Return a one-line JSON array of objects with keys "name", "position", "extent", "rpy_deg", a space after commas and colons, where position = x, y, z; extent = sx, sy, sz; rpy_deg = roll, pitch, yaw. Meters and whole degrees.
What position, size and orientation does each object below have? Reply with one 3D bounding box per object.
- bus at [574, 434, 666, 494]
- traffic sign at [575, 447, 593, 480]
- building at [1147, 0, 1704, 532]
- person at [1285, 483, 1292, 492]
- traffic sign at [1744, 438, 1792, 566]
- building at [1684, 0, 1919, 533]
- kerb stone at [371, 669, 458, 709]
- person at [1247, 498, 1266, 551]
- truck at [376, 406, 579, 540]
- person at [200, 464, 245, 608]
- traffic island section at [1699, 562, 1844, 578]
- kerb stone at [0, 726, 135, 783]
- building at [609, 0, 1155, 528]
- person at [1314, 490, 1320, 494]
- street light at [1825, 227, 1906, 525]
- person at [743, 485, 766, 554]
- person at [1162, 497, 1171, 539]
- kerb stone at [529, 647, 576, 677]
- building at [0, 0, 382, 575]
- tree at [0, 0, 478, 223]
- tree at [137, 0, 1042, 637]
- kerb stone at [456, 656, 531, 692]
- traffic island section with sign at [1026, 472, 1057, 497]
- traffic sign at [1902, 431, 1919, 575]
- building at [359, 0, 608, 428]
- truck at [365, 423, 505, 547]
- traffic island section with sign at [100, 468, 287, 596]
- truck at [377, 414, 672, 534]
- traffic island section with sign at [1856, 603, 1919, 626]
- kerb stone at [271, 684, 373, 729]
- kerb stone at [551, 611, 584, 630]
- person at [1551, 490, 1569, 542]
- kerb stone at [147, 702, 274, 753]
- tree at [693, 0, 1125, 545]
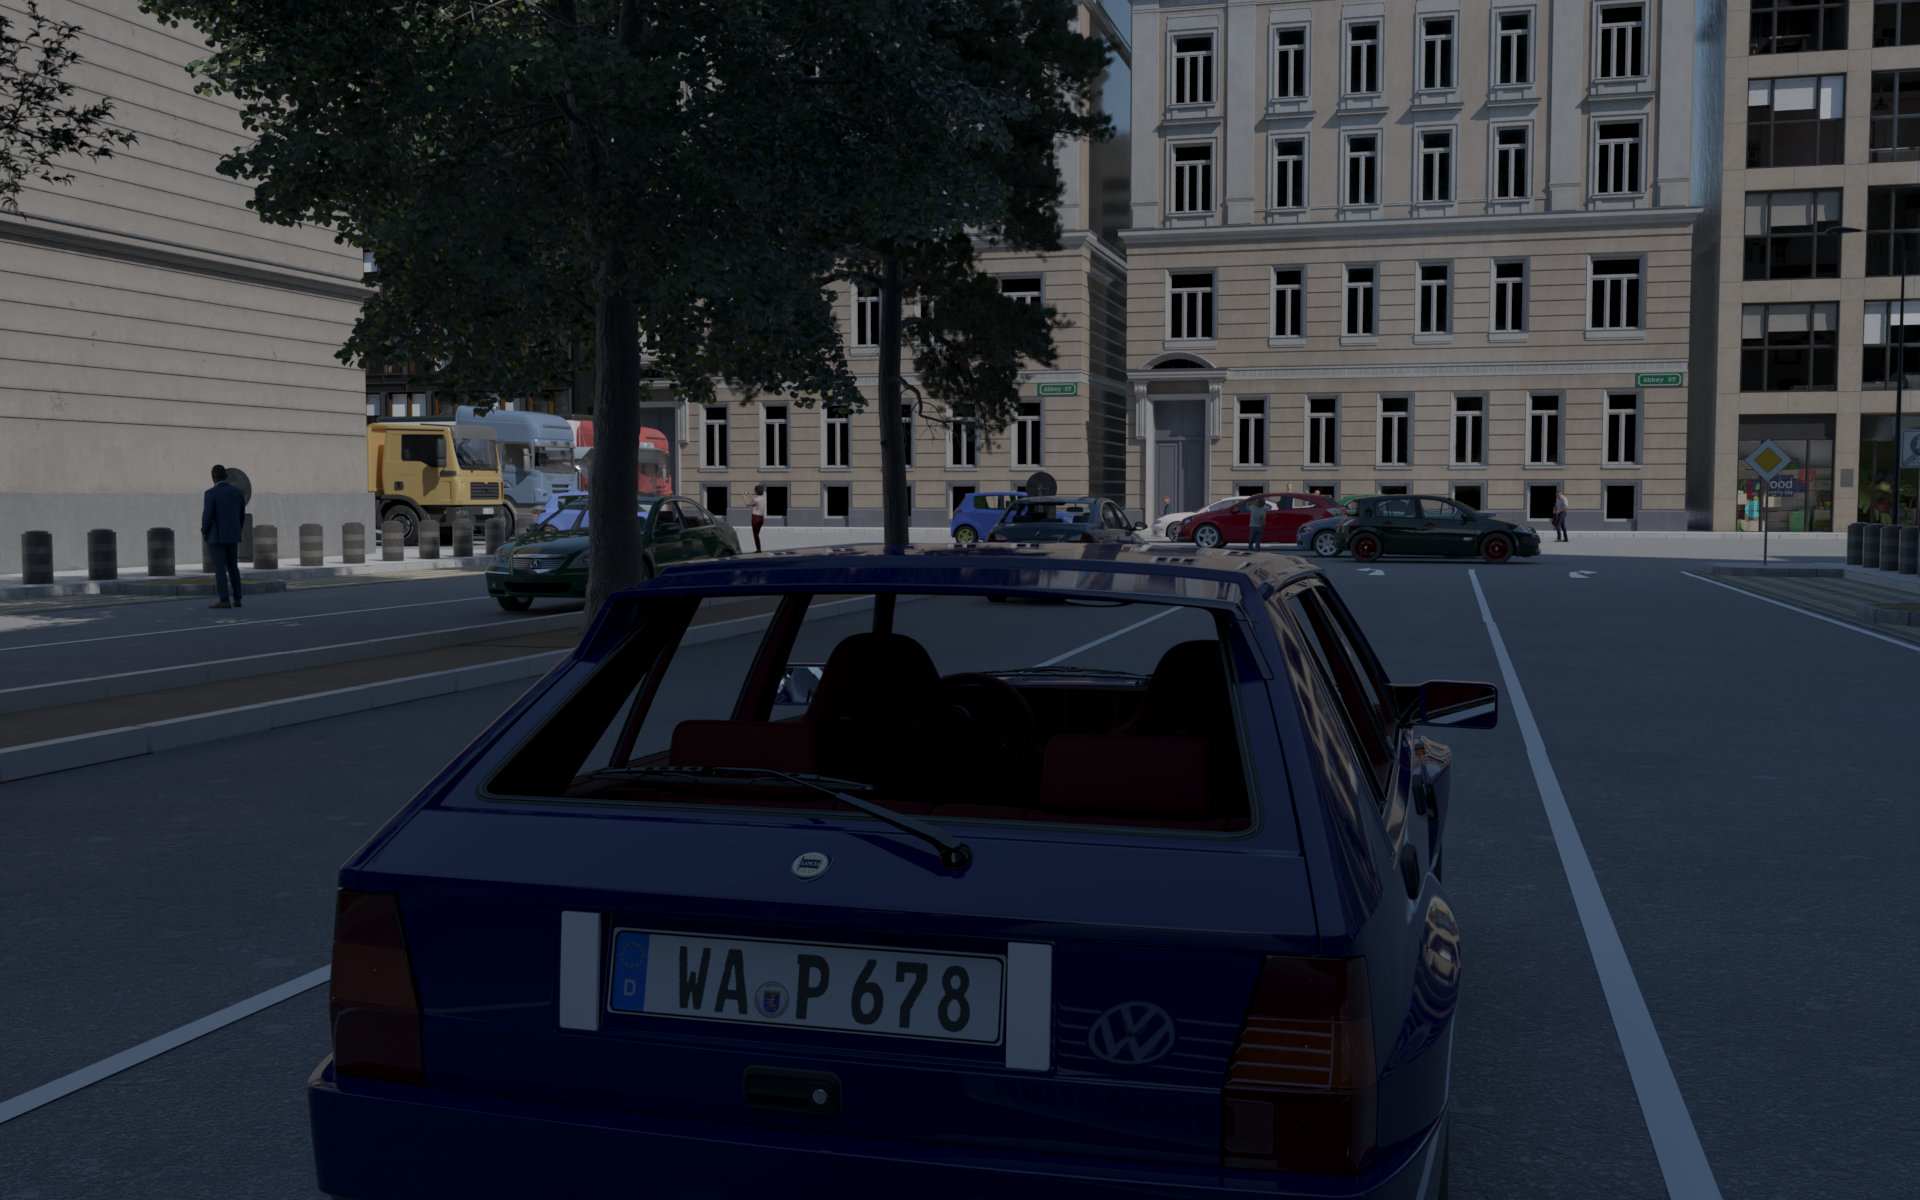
[{"name": "bus", "position": [-15.693, -3.910, 58.784], "extent": [13.247, 3.499, 2.948], "rpy_deg": [1, 4, 17]}, {"name": "traffic sign", "position": [-7.929, -2.058, 37.294], "extent": [0.795, 2.450, 0.064], "rpy_deg": [1, 4, 16]}, {"name": "building", "position": [17.089, -17.177, 66.751], "extent": [20.117, 28.700, 13.634], "rpy_deg": [1, 4, 16]}, {"name": "person", "position": [10.870, -2.979, 57.430], "extent": [0.478, 1.798, 0.641], "rpy_deg": [0, 4, 5]}, {"name": "traffic sign", "position": [14.455, -1.676, 31.043], "extent": [0.795, 2.450, 0.064], "rpy_deg": [1, 4, 16]}, {"name": "building", "position": [44.386, -15.771, 62.368], "extent": [34.151, 26.468, 19.350], "rpy_deg": [1, 4, 16]}, {"name": "kerb stone", "position": [-3.839, 0.621, 12.039], "extent": [0.120, 0.150, 1.000], "rpy_deg": [1, 4, 16]}, {"name": "person", "position": [6.383, -1.533, 37.471], "extent": [0.435, 1.345, 0.340], "rpy_deg": [0, 4, 5]}, {"name": "truck", "position": [-20.451, -4.002, 55.190], "extent": [18.799, 4.110, 2.967], "rpy_deg": [1, 4, 16]}, {"name": "person", "position": [-9.235, -0.800, 21.761], "extent": [0.419, 1.800, 0.721], "rpy_deg": [1, 4, 22]}, {"name": "traffic island section", "position": [14.480, -0.540, 31.114], "extent": [2.009, 0.180, 2.903], "rpy_deg": [1, 4, 16]}, {"name": "kerb stone", "position": [-4.670, 0.803, 9.075], "extent": [0.120, 0.150, 1.000], "rpy_deg": [1, 4, 16]}, {"name": "building", "position": [-3.138, -17.499, 72.005], "extent": [20.117, 28.700, 13.634], "rpy_deg": [1, 4, 16]}, {"name": "person", "position": [11.469, -2.764, 55.953], "extent": [0.388, 1.546, 0.482], "rpy_deg": [-3, 4, -39]}, {"name": "street light", "position": [15.733, -3.522, 30.123], "extent": [1.470, 5.913, 1.316], "rpy_deg": [1, 4, 16]}, {"name": "person", "position": [-4.892, -1.913, 41.239], "extent": [0.517, 1.644, 0.566], "rpy_deg": [-1, 4, -17]}, {"name": "person", "position": [6.608, -2.636, 55.504], "extent": [0.340, 1.345, 0.435], "rpy_deg": [0, 4, -7]}, {"name": "kerb stone", "position": [-3.285, 0.500, 14.016], "extent": [0.120, 0.150, 1.000], "rpy_deg": [1, 4, 16]}, {"name": "building", "position": [-24.917, -15.041, 33.311], "extent": [23.554, 28.519, 14.401], "rpy_deg": [1, 4, 16]}, {"name": "tree", "position": [-5.550, -4.388, 8.609], "extent": [8.767, 10.594, 7.601], "rpy_deg": [1, 4, 16]}, {"name": "tree", "position": [-3.484, -6.608, 17.150], "extent": [9.857, 13.997, 8.962], "rpy_deg": [0, 3, 0]}, {"name": "kerb stone", "position": [-3.555, 0.562, 13.025], "extent": [0.120, 0.150, 1.000], "rpy_deg": [1, 4, 16]}, {"name": "traffic island section with sign", "position": [1.501, -1.642, 34.975], "extent": [2.006, 1.907, 1.989], "rpy_deg": [1, 4, 16]}, {"name": "traffic sign", "position": [15.196, -1.545, 27.396], "extent": [0.606, 2.300, 0.079], "rpy_deg": [1, 4, 21]}, {"name": "building", "position": [-21.075, -15.095, 76.478], "extent": [15.834, 23.373, 12.332], "rpy_deg": [1, 4, 16]}, {"name": "truck", "position": [-16.959, -3.232, 48.762], "extent": [9.791, 3.379, 3.469], "rpy_deg": [1, 4, 15]}, {"name": "traffic island section with sign", "position": [-10.994, -1.015, 25.221], "extent": [1.989, 1.847, 2.006], "rpy_deg": [1, 4, 16]}, {"name": "truck", "position": [-15.322, -4.487, 62.280], "extent": [11.283, 4.237, 2.839], "rpy_deg": [1, 4, 16]}, {"name": "traffic island section with sign", "position": [11.185, -0.650, 19.259], "extent": [1.989, 1.847, 2.006], "rpy_deg": [1, 4, 16]}, {"name": "kerb stone", "position": [-4.110, 0.683, 11.050], "extent": [0.120, 0.150, 1.000], "rpy_deg": [1, 4, 16]}, {"name": "kerb stone", "position": [-4.204, 0.225, 18.539], "extent": [0.120, 0.150, 1.000], "rpy_deg": [1, 4, 16]}, {"name": "person", "position": [17.897, -2.499, 51.563], "extent": [0.590, 1.554, 0.614], "rpy_deg": [0, 4, -7]}, {"name": "kerb stone", "position": [-4.380, 0.742, 10.060], "extent": [0.120, 0.150, 1.000], "rpy_deg": [1, 4, 16]}, {"name": "tree", "position": [-1.042, -6.225, 26.292], "extent": [6.751, 12.117, 7.091], "rpy_deg": [0, 3, 0]}]
